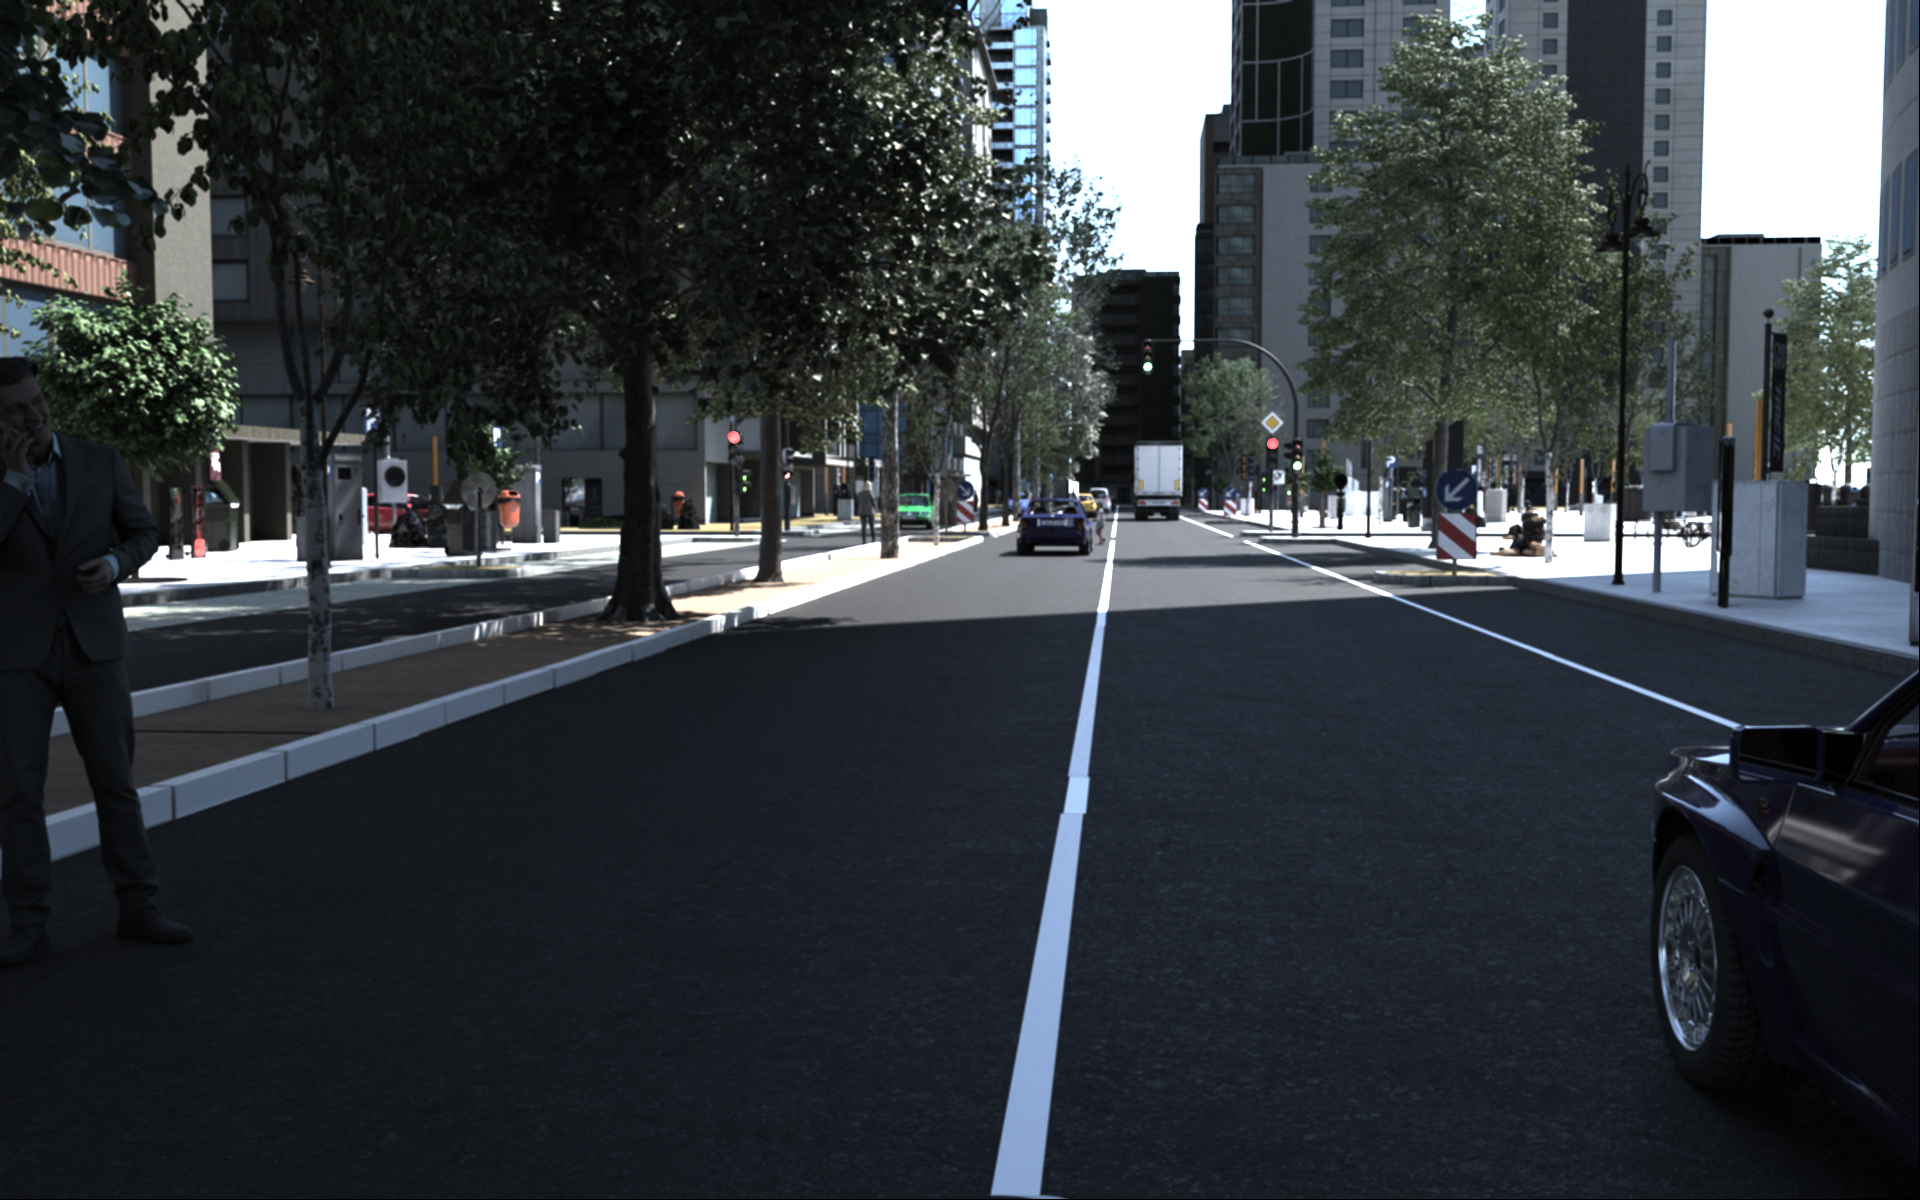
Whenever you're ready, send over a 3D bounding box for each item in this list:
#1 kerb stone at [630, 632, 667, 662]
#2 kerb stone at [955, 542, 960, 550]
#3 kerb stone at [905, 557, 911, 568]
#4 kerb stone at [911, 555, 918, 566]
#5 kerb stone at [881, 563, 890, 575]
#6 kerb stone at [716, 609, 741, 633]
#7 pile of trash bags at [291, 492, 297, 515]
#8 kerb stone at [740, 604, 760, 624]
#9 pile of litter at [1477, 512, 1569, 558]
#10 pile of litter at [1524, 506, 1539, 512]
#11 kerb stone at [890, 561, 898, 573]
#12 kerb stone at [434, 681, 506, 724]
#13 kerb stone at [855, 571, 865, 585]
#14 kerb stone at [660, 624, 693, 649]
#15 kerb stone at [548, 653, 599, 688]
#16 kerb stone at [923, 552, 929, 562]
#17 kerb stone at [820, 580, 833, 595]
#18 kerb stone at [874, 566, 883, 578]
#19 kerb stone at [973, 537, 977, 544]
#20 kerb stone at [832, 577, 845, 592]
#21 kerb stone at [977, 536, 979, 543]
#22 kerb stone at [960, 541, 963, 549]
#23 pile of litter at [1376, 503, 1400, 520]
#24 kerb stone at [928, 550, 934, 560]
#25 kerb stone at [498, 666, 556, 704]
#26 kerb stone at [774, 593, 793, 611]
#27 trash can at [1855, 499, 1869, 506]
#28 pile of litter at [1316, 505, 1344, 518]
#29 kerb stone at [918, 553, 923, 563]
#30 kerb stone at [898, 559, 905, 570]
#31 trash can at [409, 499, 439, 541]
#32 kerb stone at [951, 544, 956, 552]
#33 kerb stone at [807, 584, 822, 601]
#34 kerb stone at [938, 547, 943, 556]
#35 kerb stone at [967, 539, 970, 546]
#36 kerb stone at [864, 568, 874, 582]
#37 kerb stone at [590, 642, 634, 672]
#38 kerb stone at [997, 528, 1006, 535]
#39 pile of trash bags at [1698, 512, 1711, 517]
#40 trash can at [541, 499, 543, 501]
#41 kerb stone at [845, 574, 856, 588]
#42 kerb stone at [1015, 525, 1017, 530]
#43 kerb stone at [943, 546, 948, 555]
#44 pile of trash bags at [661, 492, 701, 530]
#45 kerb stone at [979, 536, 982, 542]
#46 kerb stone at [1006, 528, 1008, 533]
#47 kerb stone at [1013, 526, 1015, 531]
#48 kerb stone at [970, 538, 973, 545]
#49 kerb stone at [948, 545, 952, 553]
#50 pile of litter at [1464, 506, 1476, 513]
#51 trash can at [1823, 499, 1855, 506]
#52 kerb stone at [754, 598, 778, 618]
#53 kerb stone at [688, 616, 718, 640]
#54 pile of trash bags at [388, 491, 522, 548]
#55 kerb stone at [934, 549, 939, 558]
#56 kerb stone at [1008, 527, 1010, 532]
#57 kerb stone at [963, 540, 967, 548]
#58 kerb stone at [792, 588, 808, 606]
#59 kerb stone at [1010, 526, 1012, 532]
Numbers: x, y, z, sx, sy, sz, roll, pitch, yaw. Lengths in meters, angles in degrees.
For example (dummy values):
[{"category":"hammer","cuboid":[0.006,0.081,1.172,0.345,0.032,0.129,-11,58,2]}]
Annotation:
[{"category":"kerb stone","cuboid":[-2.800,0.424,15.302,0.120,0.150,1.000,0,4,5]},{"category":"kerb stone","cuboid":[-0.174,-1.327,43.905,0.120,0.150,1.000,0,4,5]},{"category":"kerb stone","cuboid":[-1.113,-0.699,33.686,0.120,0.150,1.000,0,4,5]},{"category":"kerb stone","cuboid":[-1.016,-0.761,34.703,0.120,0.150,1.000,0,4,5]},{"category":"kerb stone","cuboid":[-1.400,-0.515,30.614,0.120,0.150,1.000,0,4,5]},{"category":"kerb stone","cuboid":[-2.515,0.234,18.364,0.120,0.150,1.000,0,4,5]},{"category":"pile of trash bags","cuboid":[-25.451,-3.657,69.536,3.447,1.369,1.912,-2,4,-27]},{"category":"kerb stone","cuboid":[-2.431,0.179,19.388,0.120,0.150,1.000,0,4,5]},{"category":"pile of litter","cuboid":[11.636,-1.317,35.500,1.176,0.858,1.719,-1,4,-20]},{"category":"pile of litter","cuboid":[15.999,-2.112,48.499,1.719,0.858,1.176,2,4,29]},{"category":"kerb stone","cuboid":[-1.306,-0.577,31.637,0.120,0.150,1.000,0,4,5]},{"category":"kerb stone","cuboid":[-3.190,0.672,11.206,0.120,0.150,1.000,0,4,5]},{"category":"kerb stone","cuboid":[-1.678,-0.328,27.555,0.120,0.150,1.000,0,4,5]},{"category":"kerb stone","cuboid":[-2.720,0.359,16.329,0.120,0.150,1.000,0,4,5]},{"category":"kerb stone","cuboid":[-2.991,0.547,13.255,0.120,0.150,1.000,0,4,5]},{"category":"kerb stone","cuboid":[-0.831,-0.890,36.746,0.120,0.150,1.000,0,4,5]},{"category":"kerb stone","cuboid":[-1.973,-0.140,24.491,0.120,0.150,1.000,0,4,5]},{"category":"kerb stone","cuboid":[-1.494,-0.447,29.597,0.120,0.150,1.000,0,4,5]},{"category":"kerb stone","cuboid":[0.297,-1.633,49.002,0.120,0.150,1.000,0,4,5]},{"category":"kerb stone","cuboid":[-1.874,-0.203,25.512,0.120,0.150,1.000,0,4,5]},{"category":"kerb stone","cuboid":[0.385,-1.700,50.020,0.120,0.150,1.000,0,4,5]},{"category":"kerb stone","cuboid":[-0.081,-1.390,44.923,0.120,0.150,1.000,0,4,5]},{"category":"pile of litter","cuboid":[21.263,-4.412,86.097,1.176,0.858,1.719,1,4,16]},{"category":"kerb stone","cuboid":[-0.739,-0.947,37.765,0.120,0.150,1.000,0,4,5]},{"category":"kerb stone","cuboid":[-3.096,0.612,12.236,0.120,0.150,1.000,0,4,5]},{"category":"kerb stone","cuboid":[-2.250,0.046,21.436,0.120,0.150,1.000,0,4,5]},{"category":"trash can","cuboid":[26.010,-2.323,49.637,0.748,1.137,0.748,0,3,0]},{"category":"pile of litter","cuboid":[20.008,-4.871,93.607,1.719,0.858,1.176,-1,4,-11]},{"category":"kerb stone","cuboid":[-0.930,-0.827,35.723,0.120,0.150,1.000,0,4,5]},{"category":"kerb stone","cuboid":[-1.209,-0.635,32.657,0.120,0.150,1.000,0,4,5]},{"category":"trash can","cuboid":[-14.250,-2.106,46.081,0.748,1.137,0.748,0,3,0]},{"category":"kerb stone","cuboid":[-0.273,-1.260,42.886,0.120,0.150,1.000,0,4,5]},{"category":"kerb stone","cuboid":[-2.051,-0.078,23.471,0.120,0.150,1.000,0,4,5]},{"category":"kerb stone","cuboid":[-0.552,-1.078,39.814,0.120,0.150,1.000,0,4,5]},{"category":"kerb stone","cuboid":[0.109,-1.515,46.967,0.120,0.150,1.000,0,4,5]},{"category":"kerb stone","cuboid":[-1.588,-0.390,28.576,0.120,0.150,1.000,0,4,5]},{"category":"kerb stone","cuboid":[-2.911,0.485,14.274,0.120,0.150,1.000,0,4,5]},{"category":"kerb stone","cuboid":[1.470,-2.419,61.748,0.120,0.150,1.000,0,4,5]},{"category":"pile of trash bags","cuboid":[42.202,-5.472,99.226,3.447,1.369,1.912,1,4,8]},{"category":"trash can","cuboid":[-12.220,-2.300,49.254,0.748,1.137,0.748,0,3,0]},{"category":"kerb stone","cuboid":[-1.773,-0.266,26.537,0.120,0.150,1.000,0,4,5]},{"category":"kerb stone","cuboid":[2.034,-2.794,67.879,0.120,0.150,1.000,0,4,5]},{"category":"kerb stone","cuboid":[-0.446,-1.140,40.830,0.120,0.150,1.000,0,4,5]},{"category":"pile of trash bags","cuboid":[-10.486,-3.310,63.869,1.912,1.369,3.447,0,4,-5]},{"category":"kerb stone","cuboid":[0.484,-1.754,51.038,0.120,0.150,1.000,0,4,5]},{"category":"kerb stone","cuboid":[1.571,-2.474,62.773,0.120,0.150,1.000,0,4,5]},{"category":"kerb stone","cuboid":[1.942,-2.729,66.861,0.120,0.150,1.000,0,4,5]},{"category":"kerb stone","cuboid":[0.198,-1.574,47.985,0.120,0.150,1.000,0,4,5]},{"category":"kerb stone","cuboid":[-0.369,-1.202,41.856,0.120,0.150,1.000,0,4,5]},{"category":"pile of litter","cuboid":[19.403,-3.199,66.262,1.719,0.858,1.176,1,4,12]},{"category":"trash can","cuboid":[20.847,-1.825,41.492,0.748,1.137,0.748,0,3,0]},{"category":"kerb stone","cuboid":[-2.339,0.109,20.416,0.120,0.150,1.000,0,4,5]},{"category":"kerb stone","cuboid":[-2.623,0.297,17.348,0.120,0.150,1.000,0,4,5]},{"category":"pile of trash bags","cuboid":[-12.119,-1.994,42.356,1.912,1.369,3.447,2,4,33]},{"category":"kerb stone","cuboid":[-0.645,-1.015,38.796,0.120,0.150,1.000,0,4,5]},{"category":"kerb stone","cuboid":[1.652,-2.544,63.792,0.120,0.150,1.000,0,4,5]},{"category":"kerb stone","cuboid":[0.015,-1.452,45.941,0.120,0.150,1.000,0,4,5]},{"category":"kerb stone","cuboid":[-2.148,-0.014,22.453,0.120,0.150,1.000,0,4,5]},{"category":"kerb stone","cuboid":[1.749,-2.606,64.810,0.120,0.150,1.000,0,4,5]}]
